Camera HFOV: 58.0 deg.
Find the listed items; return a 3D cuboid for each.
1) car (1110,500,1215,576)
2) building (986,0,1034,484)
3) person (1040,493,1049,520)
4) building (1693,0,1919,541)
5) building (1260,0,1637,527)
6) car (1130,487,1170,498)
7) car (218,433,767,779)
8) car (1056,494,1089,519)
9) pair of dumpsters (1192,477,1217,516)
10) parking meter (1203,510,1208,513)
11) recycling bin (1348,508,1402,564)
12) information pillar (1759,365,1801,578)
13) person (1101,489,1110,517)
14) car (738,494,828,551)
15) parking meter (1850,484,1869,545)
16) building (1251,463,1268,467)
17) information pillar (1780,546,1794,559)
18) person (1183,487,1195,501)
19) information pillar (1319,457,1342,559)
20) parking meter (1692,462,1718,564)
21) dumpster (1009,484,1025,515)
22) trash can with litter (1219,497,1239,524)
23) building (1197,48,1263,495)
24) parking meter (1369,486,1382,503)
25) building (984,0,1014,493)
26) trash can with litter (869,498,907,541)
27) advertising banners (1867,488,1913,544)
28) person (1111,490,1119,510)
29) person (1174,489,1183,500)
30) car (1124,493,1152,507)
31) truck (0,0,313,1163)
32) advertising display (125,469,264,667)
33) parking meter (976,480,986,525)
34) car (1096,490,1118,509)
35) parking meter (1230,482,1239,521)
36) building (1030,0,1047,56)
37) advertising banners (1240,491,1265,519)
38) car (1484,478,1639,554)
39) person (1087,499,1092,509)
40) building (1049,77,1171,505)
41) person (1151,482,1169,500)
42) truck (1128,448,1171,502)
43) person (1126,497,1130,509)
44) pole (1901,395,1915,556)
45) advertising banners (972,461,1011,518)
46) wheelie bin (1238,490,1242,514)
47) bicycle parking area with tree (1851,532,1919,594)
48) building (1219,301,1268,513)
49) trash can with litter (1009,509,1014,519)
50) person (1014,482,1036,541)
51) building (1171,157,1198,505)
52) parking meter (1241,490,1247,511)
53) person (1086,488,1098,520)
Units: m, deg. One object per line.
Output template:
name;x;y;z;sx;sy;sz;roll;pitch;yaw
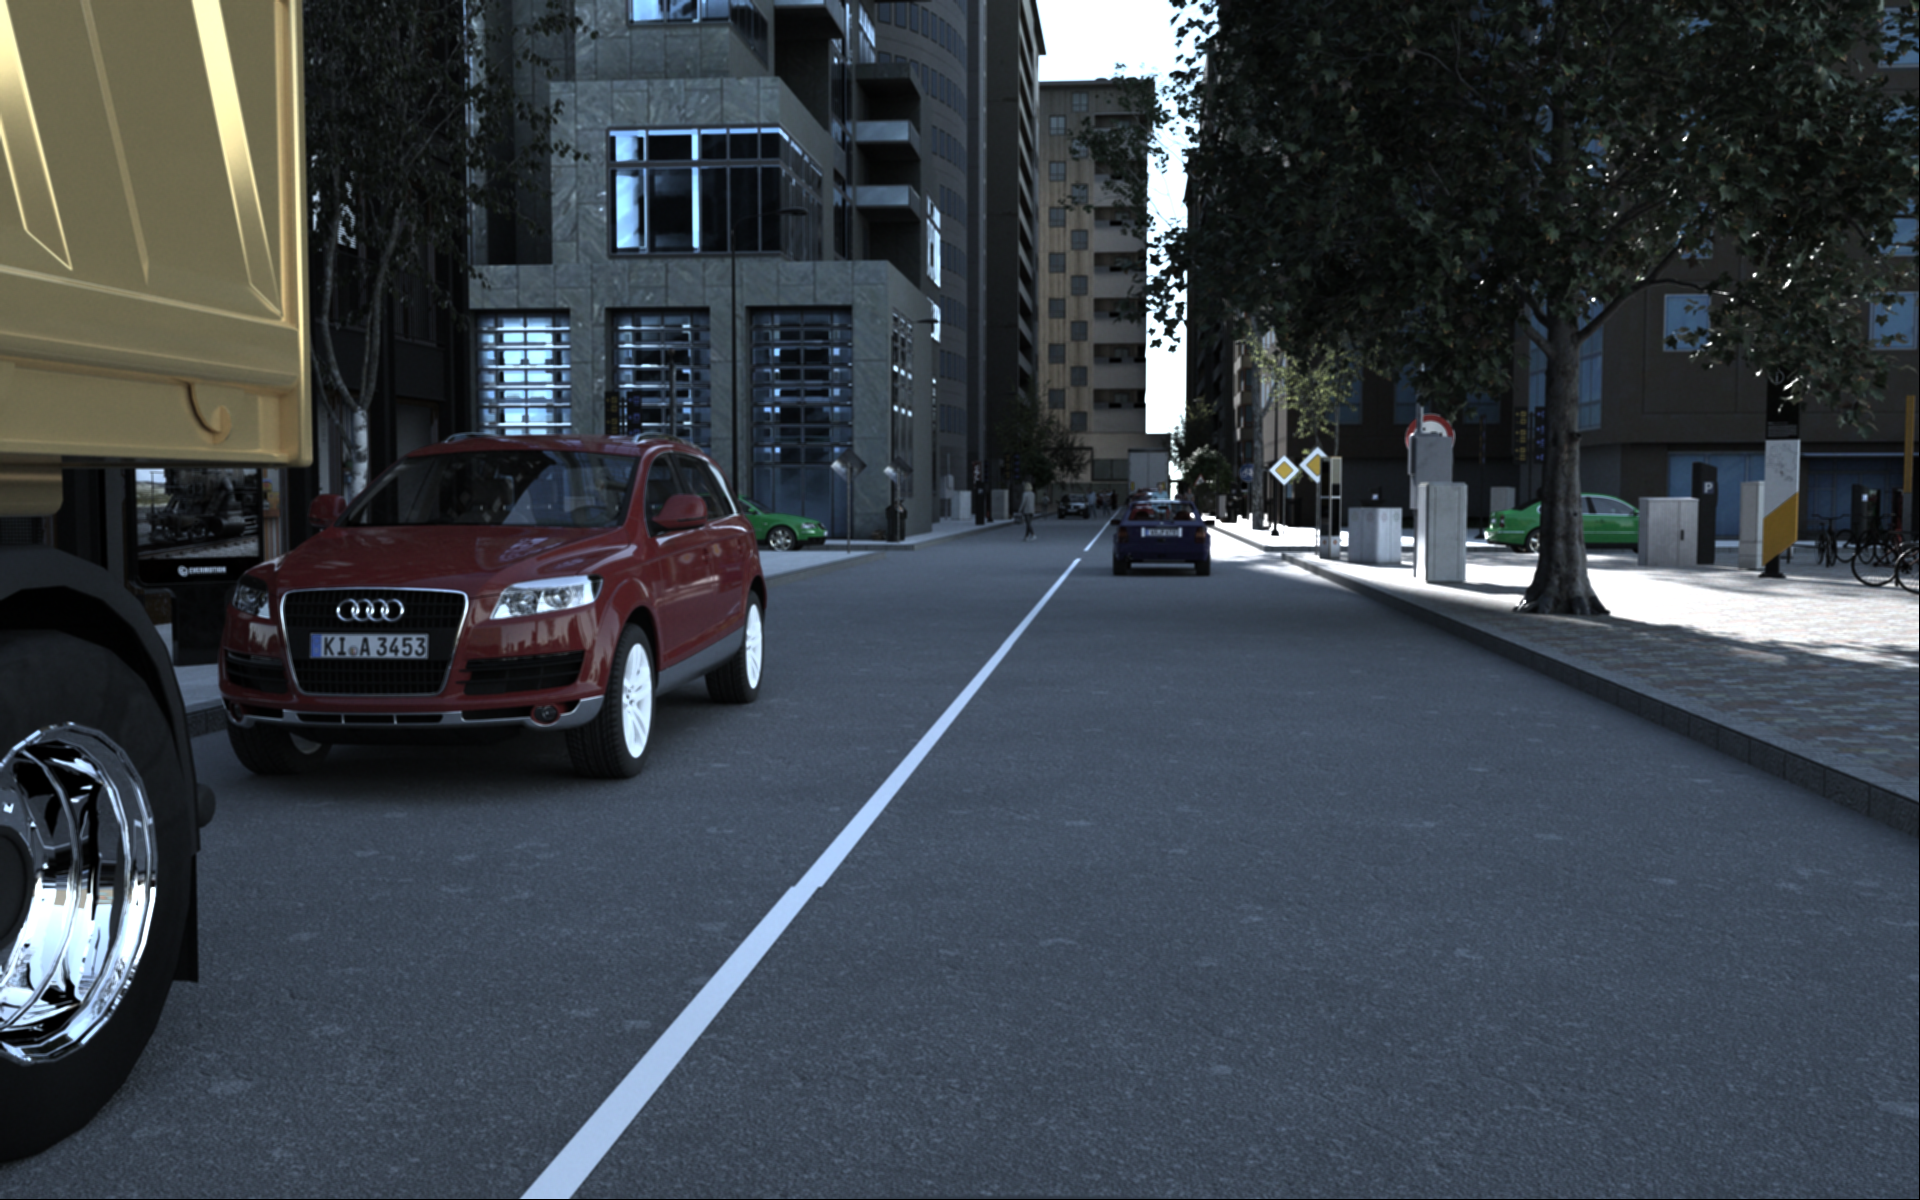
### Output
car;3.717;-1.175;31.800;1.945;1.354;3.894;0;4;7
building;-4.806;-32.312;152.004;21.300;48.544;21.600;0;4;6
person;4.742;-5.269;97.243;0.523;1.515;0.503;2;4;29
building;25.874;-24.616;52.582;14.200;45.320;14.600;0;4;6
building;20.233;-25.825;72.346;14.600;45.320;14.200;0;4;6
car;10.937;-5.551;99.425;2.281;1.827;5.304;0;4;5
car;-2.510;-0.110;10.468;2.281;1.827;5.304;0;4;4
car;6.628;-5.570;100.853;2.009;1.686;4.222;0;4;6
pair of dumpsters;14.549;-6.105;102.309;1.574;2.255;4.437;0;4;6
parking meter;16.464;-6.589;116.143;0.372;1.533;0.369;0;3;0
recycling bin;7.678;-1.193;32.060;0.722;1.027;0.722;-3;4;-37
information pillar;12.535;-2.146;26.437;0.504;3.616;0.183;3;5;40
person;9.239;-6.156;109.743;0.643;1.750;0.593;0;4;2
car;-5.606;-2.052;42.352;4.718;1.807;1.959;0;4;4
parking meter;22.904;-2.184;44.111;0.372;1.533;0.369;0;3;0
building;29.916;-29.485;101.693;23.786;49.044;30.456;0;4;6
information pillar;16.378;-1.827;34.360;0.304;2.012;0.304;3;4;37
person;10.925;-4.548;83.221;0.716;1.782;0.532;-1;4;-10
information pillar;7.300;-1.814;34.144;0.304;2.012;0.304;-2;4;-33
parking meter;13.593;-1.586;31.641;0.399;1.863;0.255;-1;4;-12
dumpster;3.398;-5.720;99.282;1.264;1.857;1.865;0;4;6
trash can with litter;11.686;-3.921;75.490;0.624;1.170;1.055;-2;4;-28
building;35.712;-33.964;179.006;21.300;48.544;21.600;0;4;6
parking meter;12.700;-2.726;52.989;0.372;1.533;0.369;0;3;0
building;-6.379;-42.327;130.299;20.563;71.187;20.611;0;4;6
trash can with litter;-1.986;-2.213;47.562;1.055;1.170;0.624;1;4;17
advertising banners;24.118;-2.946;44.363;0.090;3.025;2.074;-3;5;-41
person;13.841;-8.996;155.545;0.705;1.831;1.348;-2;4;-25
person;13.246;-5.849;104.969;0.563;1.720;0.643;1;4;16
car;8.260;-4.085;75.829;2.155;1.783;4.494;0;4;7
truck;-3.553;-0.266;0.272;3.469;3.379;9.791;0;4;6
advertising display;-5.719;-0.475;12.978;0.123;1.923;0.974;3;5;44
parking meter;0.852;-4.056;72.023;0.399;1.863;0.255;0;4;-6
car;14.587;-9.998;172.142;2.281;1.827;5.304;0;4;4
parking meter;12.868;-4.618;81.221;0.399;1.863;0.255;1;4;15
building;-5.504;-36.129;179.939;27.495;52.752;28.713;0;4;6
advertising banners;15.103;-5.573;87.302;2.074;3.025;0.090;2;4;31
car;14.466;-1.880;39.541;4.718;1.807;1.959;0;4;5
person;8.876;-6.743;119.313;0.480;1.755;0.524;-2;4;-28
building;12.948;-38.616;220.613;27.495;52.752;28.713;0;4;6
person;6.457;-2.894;55.840;0.660;1.820;0.620;-1;4;-14
truck;12.211;-7.523;111.912;2.839;4.237;11.283;0;4;7
person;16.042;-9.331;164.301;0.697;1.427;0.421;-3;5;-41
pole;19.621;-2.569;35.844;0.158;3.312;0.155;0;3;0
advertising banners;1.638;-5.802;91.055;2.074;3.025;0.090;0;4;-4
wheelie bin;16.875;-5.986;105.771;0.980;1.594;0.693;-3;5;-43
bicycle parking area with tree;15.740;-2.020;20.027;9.016;4.147;8.231;1;4;20
building;34.580;-17.586;132.572;27.650;21.520;28.899;0;4;6
trash can with litter;2.242;-4.675;87.824;1.055;1.170;0.624;2;4;34
person;2.025;-2.685;52.577;0.709;1.800;0.728;-3;5;-41
building;40.565;-34.200;213.793;28.867;44.769;22.147;0;4;6
parking meter;16.365;-5.574;99.541;0.372;1.533;0.369;0;3;0
person;7.281;-5.309;95.569;0.793;1.790;0.793;-1;4;-19
